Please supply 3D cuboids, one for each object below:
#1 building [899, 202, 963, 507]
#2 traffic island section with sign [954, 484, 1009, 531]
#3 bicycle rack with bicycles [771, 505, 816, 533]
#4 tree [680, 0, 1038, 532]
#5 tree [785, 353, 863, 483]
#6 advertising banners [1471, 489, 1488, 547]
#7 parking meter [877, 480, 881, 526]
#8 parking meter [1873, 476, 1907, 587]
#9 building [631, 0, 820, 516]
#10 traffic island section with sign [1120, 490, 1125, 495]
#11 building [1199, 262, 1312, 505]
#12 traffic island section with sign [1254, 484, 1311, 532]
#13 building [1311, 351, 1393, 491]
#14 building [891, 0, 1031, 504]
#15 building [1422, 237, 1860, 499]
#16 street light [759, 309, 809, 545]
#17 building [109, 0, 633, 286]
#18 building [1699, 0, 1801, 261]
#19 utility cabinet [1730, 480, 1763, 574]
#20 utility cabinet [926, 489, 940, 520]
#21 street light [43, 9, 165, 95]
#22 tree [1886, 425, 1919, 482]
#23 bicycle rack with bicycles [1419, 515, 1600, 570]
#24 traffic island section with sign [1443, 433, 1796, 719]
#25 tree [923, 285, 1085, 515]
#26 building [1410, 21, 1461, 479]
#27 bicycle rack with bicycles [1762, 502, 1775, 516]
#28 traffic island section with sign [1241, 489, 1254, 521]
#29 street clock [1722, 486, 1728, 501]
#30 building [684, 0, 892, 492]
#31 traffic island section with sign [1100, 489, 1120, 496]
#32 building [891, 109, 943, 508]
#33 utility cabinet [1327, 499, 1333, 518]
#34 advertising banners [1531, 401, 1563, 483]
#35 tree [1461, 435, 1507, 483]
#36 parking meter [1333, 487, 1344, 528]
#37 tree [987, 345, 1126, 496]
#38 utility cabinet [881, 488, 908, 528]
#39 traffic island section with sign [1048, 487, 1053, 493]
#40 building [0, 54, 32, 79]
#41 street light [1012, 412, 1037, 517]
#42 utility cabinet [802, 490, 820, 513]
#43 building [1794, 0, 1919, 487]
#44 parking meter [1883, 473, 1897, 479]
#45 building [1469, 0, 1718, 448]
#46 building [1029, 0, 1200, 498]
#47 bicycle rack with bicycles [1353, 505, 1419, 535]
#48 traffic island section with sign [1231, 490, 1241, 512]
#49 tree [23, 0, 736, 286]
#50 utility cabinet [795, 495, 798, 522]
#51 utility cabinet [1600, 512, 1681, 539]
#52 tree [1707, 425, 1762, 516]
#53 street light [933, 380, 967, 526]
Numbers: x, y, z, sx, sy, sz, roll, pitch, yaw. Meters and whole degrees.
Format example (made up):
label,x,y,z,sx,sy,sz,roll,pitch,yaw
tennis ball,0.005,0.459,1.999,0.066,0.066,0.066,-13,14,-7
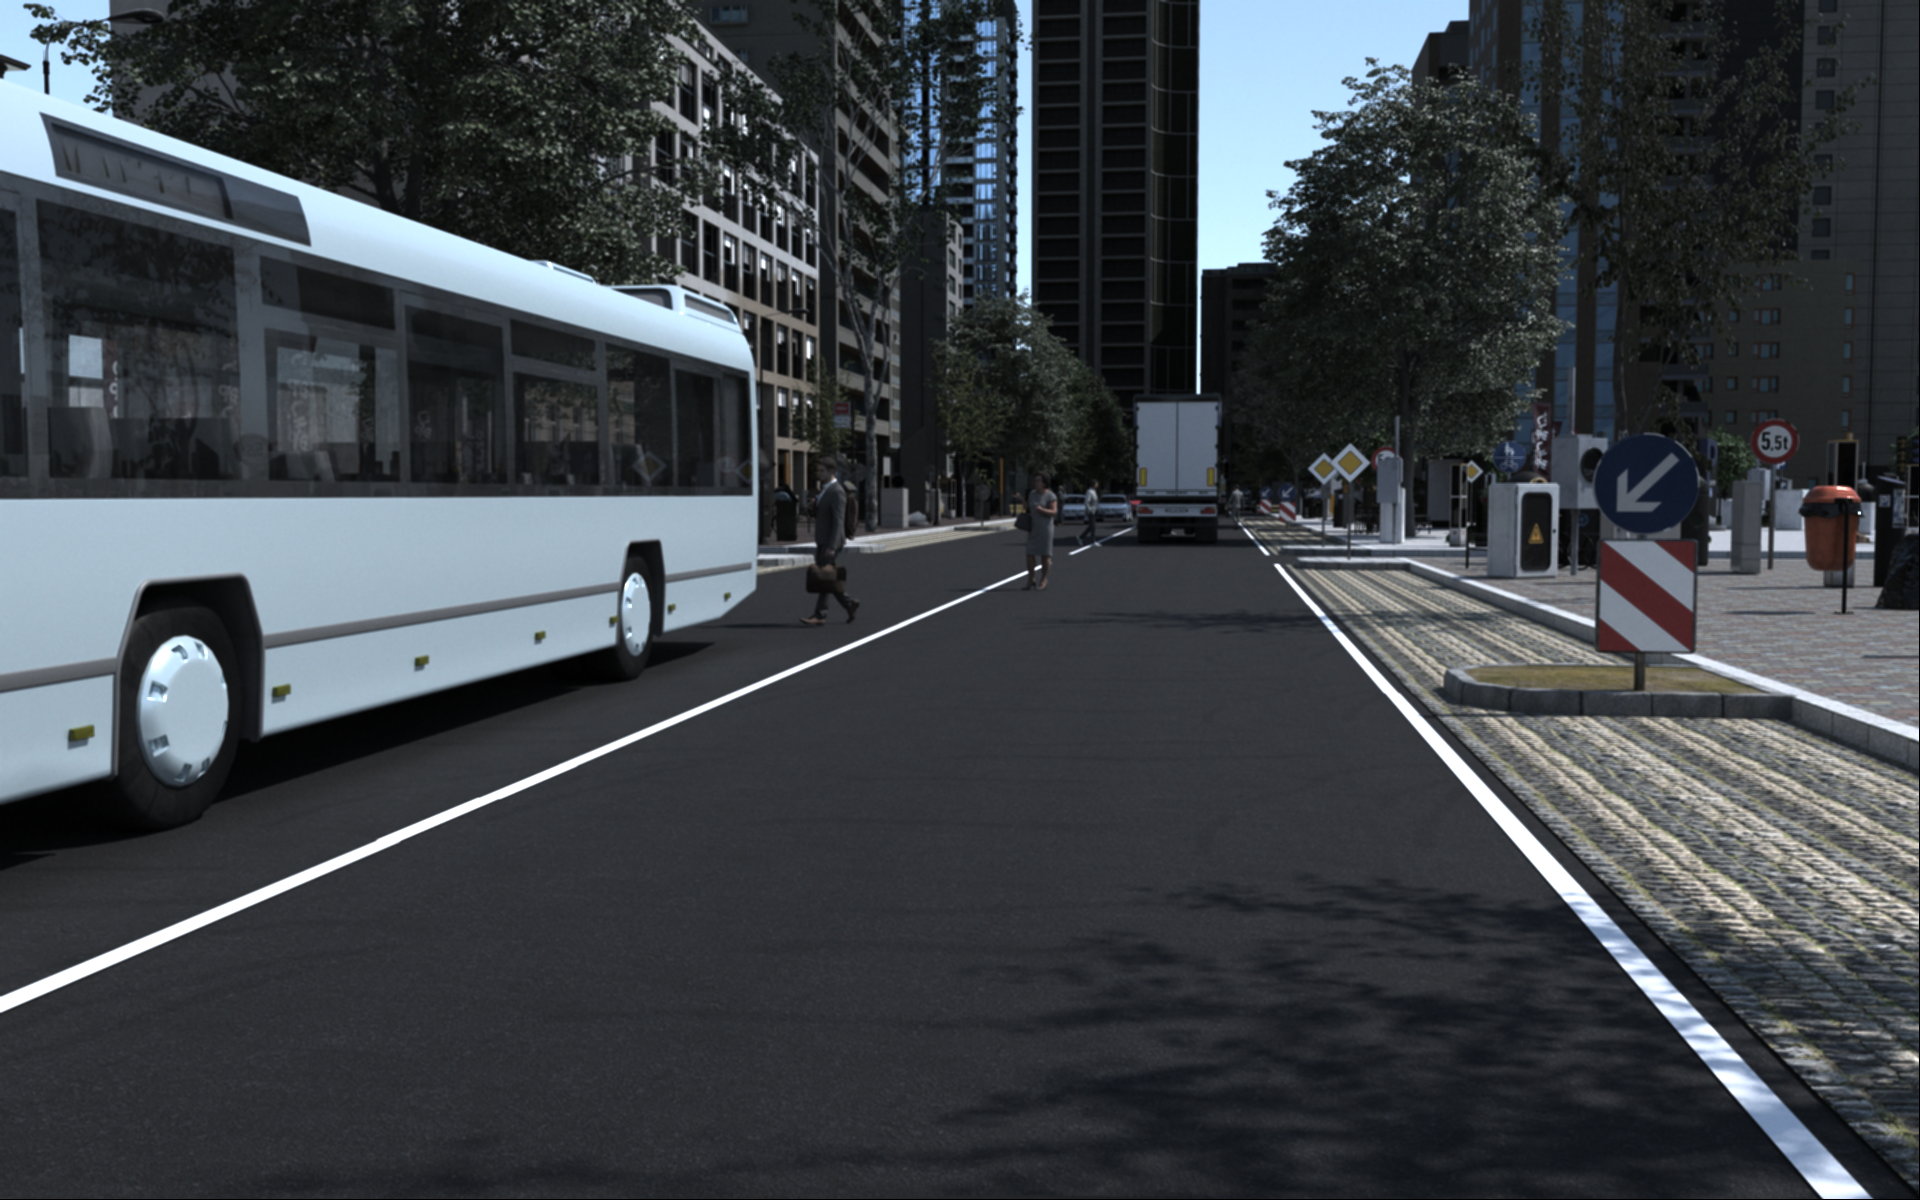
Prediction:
label,x,y,z,sx,sy,sz,roll,pitch,yaw
building,-7.090,-24.681,175.230,14.107,30.474,14.160,1,4,8
traffic island section with sign,0.873,-3.613,67.698,1.989,1.847,2.006,1,4,8
bicycle rack with bicycles,-6.192,-2.684,57.262,2.852,0.926,2.925,-1,4,-22
tree,-4.363,-12.332,57.515,12.611,20.169,13.585,0,3,0
tree,-6.854,-8.533,89.880,4.737,8.622,4.395,0,3,0
advertising banners,13.425,-2.787,41.758,2.074,3.025,0.090,0,4,6
parking meter,-3.296,-3.939,70.110,0.255,1.863,0.399,-1,4,-23
parking meter,12.881,-0.952,23.977,0.372,1.533,0.369,0,3,0
building,-21.107,-17.897,97.135,19.350,26.468,34.151,1,4,8
traffic island section with sign,15.995,-9.941,171.157,1.989,1.847,2.006,1,4,8
building,37.351,-27.368,219.171,14.107,30.474,14.160,1,4,8
traffic island section with sign,12.331,-3.509,65.997,1.989,1.847,2.006,1,4,8
building,59.622,-23.116,222.987,28.899,21.520,27.650,1,4,8
building,-5.459,-55.887,226.416,31.000,86.520,22.319,1,4,8
building,54.393,-18.267,143.704,27.650,21.520,28.899,1,4,8
street light,-4.467,-4.345,43.583,1.470,5.913,1.316,1,4,8
building,-22.253,-17.356,69.679,13.634,28.700,20.117,1,4,8
building,69.706,-44.088,159.084,20.611,71.187,20.563,1,4,8
utility cabinet,12.752,-1.185,28.062,0.318,1.500,1.173,1,4,17
utility cabinet,-1.544,-4.563,83.290,1.173,1.500,0.318,1,4,10
street light,-8.311,-2.709,16.831,1.470,5.913,1.316,1,4,8
tree,40.214,-5.361,71.366,4.285,4.588,4.351,0,3,0
bicycle rack with bicycles,9.935,-0.985,29.482,2.852,0.926,2.925,-1,4,-19
traffic island section with sign,4.446,-0.207,12.005,1.989,1.847,2.006,1,4,8
tree,2.668,-12.135,105.065,9.857,13.997,8.962,0,3,0
building,50.647,-31.508,165.259,14.600,45.320,14.200,1,4,8
bicycle rack with bicycles,35.535,-3.832,76.041,2.852,0.926,2.925,0,4,6
traffic island section with sign,16.236,-5.146,92.770,1.989,1.847,2.006,1,4,8
street clock,37.721,-4.945,85.414,0.358,2.002,0.471,2,4,29
building,-17.643,-31.079,131.848,21.300,48.544,21.600,1,4,8
traffic island section with sign,12.050,-8.291,144.188,1.989,1.847,2.006,1,4,8
building,-18.554,-28.366,155.668,32.217,40.220,23.993,1,4,8
utility cabinet,19.893,-5.108,92.193,1.173,1.500,0.318,-2,4,-32
advertising banners,11.716,-2.264,33.208,2.074,3.025,0.090,-2,4,-24
tree,26.159,-6.324,87.114,4.285,4.588,4.351,0,3,0
parking meter,14.516,-3.548,66.418,0.372,1.533,0.369,0,3,0
tree,5.429,-11.752,117.898,9.928,11.665,9.643,0,3,0
utility cabinet,-2.449,-3.444,64.988,1.173,1.500,0.318,3,5,43
traffic island section with sign,4.769,-5.244,94.372,1.989,1.847,2.006,1,4,8
building,-58.175,-14.685,73.382,30.059,22.955,16.112,1,4,8
street light,3.654,-7.696,98.370,1.470,5.913,1.316,1,4,8
utility cabinet,-8.907,-5.857,104.441,1.173,1.500,0.318,-1,4,-9
building,90.284,-43.933,156.563,20.611,71.187,20.563,1,4,8
parking meter,25.143,-2.517,46.869,0.255,1.863,0.399,1,4,12
building,43.969,-28.908,122.758,14.600,45.320,14.200,1,4,8
building,20.308,-48.040,223.713,20.611,71.187,20.563,1,4,8
bicycle rack with bicycles,13.640,-2.566,55.333,2.852,0.926,2.925,3,4,37
traffic island section with sign,23.483,-8.178,142.345,1.989,1.847,2.006,1,4,8
tree,-8.334,-7.315,26.261,9.857,13.997,8.962,0,3,0
utility cabinet,-7.777,-4.087,77.987,1.020,1.237,0.306,2,4,30
utility cabinet,9.807,-0.998,24.990,1.173,1.500,0.318,-1,4,-18
tree,35.556,-5.939,80.822,4.285,4.588,4.351,0,3,0
street light,-0.420,-5.993,70.523,1.470,5.913,1.316,1,4,8
